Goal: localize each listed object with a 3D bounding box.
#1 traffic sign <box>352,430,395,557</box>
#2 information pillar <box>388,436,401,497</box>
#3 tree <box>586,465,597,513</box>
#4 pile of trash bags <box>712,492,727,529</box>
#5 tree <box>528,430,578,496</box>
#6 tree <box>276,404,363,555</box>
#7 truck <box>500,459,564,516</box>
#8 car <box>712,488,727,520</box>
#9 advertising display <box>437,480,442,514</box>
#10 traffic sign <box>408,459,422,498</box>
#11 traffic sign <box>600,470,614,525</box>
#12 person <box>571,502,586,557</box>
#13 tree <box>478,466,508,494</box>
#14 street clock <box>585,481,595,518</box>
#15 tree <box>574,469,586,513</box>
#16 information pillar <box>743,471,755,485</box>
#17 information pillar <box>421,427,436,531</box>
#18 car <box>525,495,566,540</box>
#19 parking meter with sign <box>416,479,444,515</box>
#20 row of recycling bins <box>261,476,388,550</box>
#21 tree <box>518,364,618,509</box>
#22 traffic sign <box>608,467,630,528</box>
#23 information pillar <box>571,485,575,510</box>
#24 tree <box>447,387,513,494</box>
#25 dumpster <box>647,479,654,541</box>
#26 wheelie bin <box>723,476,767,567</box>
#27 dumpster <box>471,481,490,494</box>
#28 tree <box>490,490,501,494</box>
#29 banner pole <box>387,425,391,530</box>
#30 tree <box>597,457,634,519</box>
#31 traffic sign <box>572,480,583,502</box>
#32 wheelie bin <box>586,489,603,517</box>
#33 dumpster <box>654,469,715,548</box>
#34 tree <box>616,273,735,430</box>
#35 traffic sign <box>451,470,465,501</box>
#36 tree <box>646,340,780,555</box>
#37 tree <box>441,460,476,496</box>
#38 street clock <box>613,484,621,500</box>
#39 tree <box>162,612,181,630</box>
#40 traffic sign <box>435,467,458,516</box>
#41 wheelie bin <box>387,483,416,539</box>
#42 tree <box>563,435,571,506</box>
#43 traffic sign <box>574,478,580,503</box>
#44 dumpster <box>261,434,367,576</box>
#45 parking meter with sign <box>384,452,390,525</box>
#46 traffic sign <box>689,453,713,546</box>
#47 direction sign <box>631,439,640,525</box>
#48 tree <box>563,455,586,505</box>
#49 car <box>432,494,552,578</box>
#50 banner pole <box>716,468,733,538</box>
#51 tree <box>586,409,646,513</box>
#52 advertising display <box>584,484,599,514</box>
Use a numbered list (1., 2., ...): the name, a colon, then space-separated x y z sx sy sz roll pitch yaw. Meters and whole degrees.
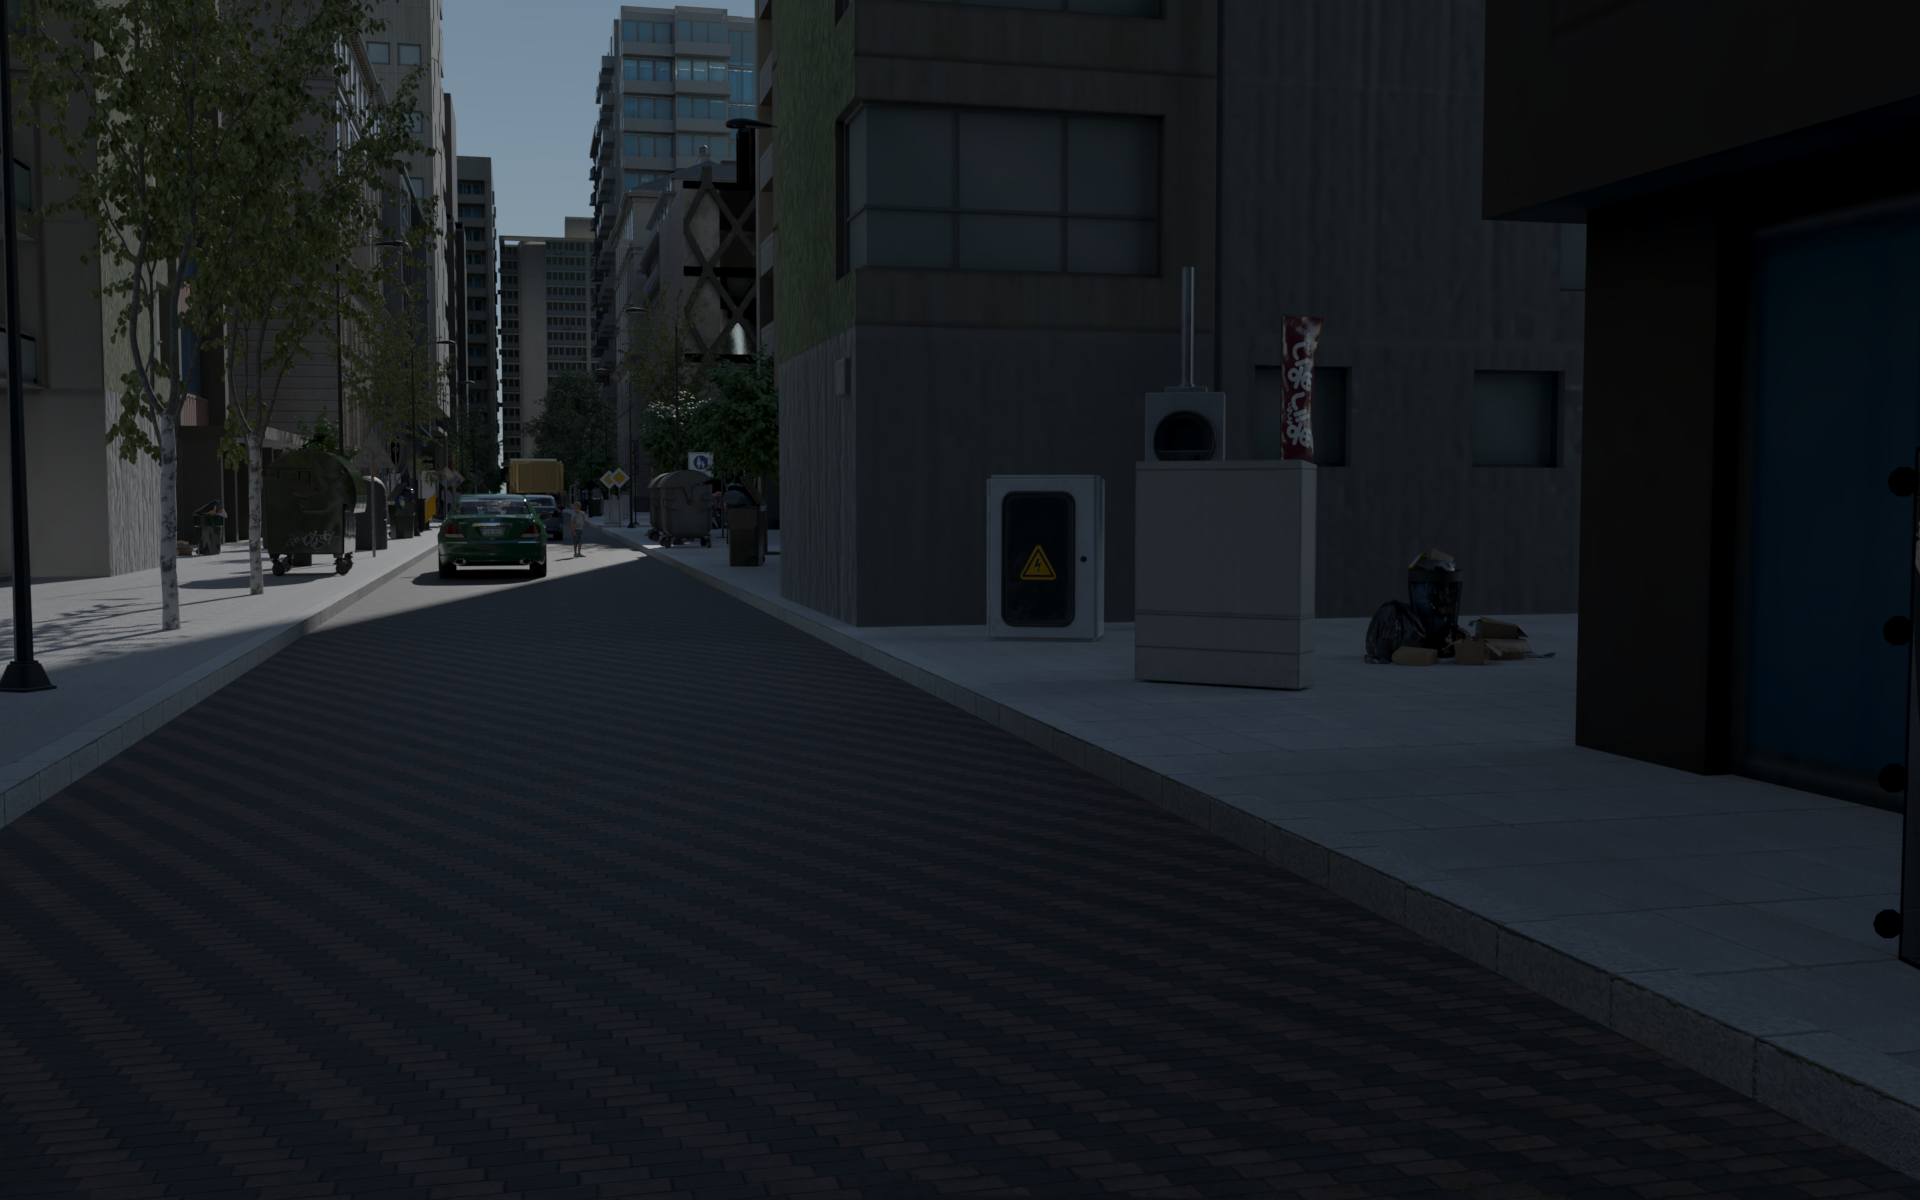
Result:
1. traffic sign: -11.908 -2.149 35.133 0.884 2.594 0.081 -1 4 -12
2. information pillar: -22.760 -4.794 69.732 0.504 3.616 0.183 0 4 -1
3. tree: -21.999 -6.933 107.952 1.663 3.219 1.824 0 3 0
4. pile of trash bags: -9.395 -3.327 64.143 1.912 1.369 3.447 1 4 12
5. tree: -47.409 -16.456 203.459 7.601 10.594 8.767 -1 4 -22
6. tree: -13.523 -2.602 37.141 1.663 3.219 1.824 0 3 0
7. truck: -23.120 -6.009 94.175 3.469 3.379 9.791 -1 4 -16
8. car: -8.429 -3.620 68.782 3.694 1.707 1.945 -1 4 -13
9. advertising display: -23.981 -4.560 79.772 0.123 1.923 0.974 -1 4 -22
10. traffic sign: -19.245 -3.765 61.662 0.768 2.556 0.104 -1 4 -9
11. traffic sign: -14.659 -4.207 72.420 0.795 2.450 0.064 -1 4 -14
12. person: -8.658 -1.600 39.346 0.332 1.250 0.352 0 4 -1
13. tree: -53.132 -13.072 197.440 4.285 4.588 4.351 0 3 0
14. street clock: -19.989 -5.448 93.640 0.471 2.002 0.358 -2 4 -34
15. tree: -25.046 -7.423 115.962 1.663 3.219 1.824 0 3 0
16. information pillar: -5.563 -2.527 45.801 0.304 2.012 0.304 -1 4 -9
17. information pillar: -18.655 -4.244 60.741 0.504 3.616 0.183 1 4 10
18. car: -13.524 -2.626 54.939 2.014 1.417 4.499 -1 4 -15
19. parking meter with sign: -28.082 -5.833 91.624 0.543 3.016 1.738 2 4 31
20. row of recycling bins: -14.865 -2.043 40.518 3.534 1.692 1.069 2 4 24
21. tree: -33.988 -14.408 152.573 9.611 12.733 9.660 0 3 0
22. traffic sign: -12.716 -3.733 64.674 0.795 2.450 0.064 -1 4 -14
23. information pillar: -32.022 -8.482 143.172 0.304 2.012 0.304 -1 4 -13
24. tree: -33.214 -10.340 119.428 4.360 8.622 3.978 0 3 0
25. dumpster: -7.889 -2.554 47.509 1.264 1.857 1.865 -1 4 -14
26. wheelie bin: -3.834 -1.404 30.860 0.693 1.594 0.980 0 4 5
27. dumpster: -35.485 -7.669 127.886 1.502 2.255 1.985 -1 4 -14
28. tree: -56.768 -13.340 212.703 1.663 3.219 1.824 0 3 0
29. banner pole: -20.343 -4.393 61.846 0.401 3.779 0.863 -1 4 -22
30. tree: -17.889 -5.898 91.033 1.663 3.219 1.824 0 3 0
31. traffic sign: -27.702 -7.685 125.656 0.884 2.594 0.081 0 4 -5
32. wheelie bin: -20.808 -5.538 98.449 0.980 1.594 0.693 -2 4 -31
33. dumpster: -6.568 -2.190 41.566 1.264 1.857 1.865 -1 4 -14
34. tree: -9.769 -6.640 58.925 4.737 8.622 4.395 0 3 0
35. traffic sign: -20.673 -4.116 70.938 0.795 2.450 0.064 -1 4 -14
36. tree: -4.210 -3.263 37.065 4.285 4.588 4.351 0 3 0
37. tree: -30.294 -6.691 104.001 1.663 3.219 1.824 0 3 0
38. street clock: -17.050 -4.999 86.299 0.358 2.002 0.471 -3 5 -42
39. tree: -7.365 -4.038 16.380 4.737 8.622 4.395 0 3 0
40. traffic sign: -18.730 -3.642 63.192 0.795 2.450 0.064 -1 4 -14
41. wheelie bin: -16.173 -2.585 50.170 0.693 1.594 0.980 -3 5 -40
42. tree: -39.824 -13.844 176.714 4.360 8.622 3.978 0 3 0
43. traffic sign: -28.452 -7.912 129.465 0.768 2.556 0.104 -1 4 -10
44. dumpster: -10.409 -1.551 27.861 1.502 2.255 1.985 -1 4 -14
45. parking meter with sign: -24.095 -4.715 73.354 0.543 3.016 1.738 -1 4 -13
46. traffic sign: -6.387 -2.483 42.733 0.606 2.300 0.079 0 4 -4
47. direction sign: -13.531 -4.903 72.165 0.379 3.537 0.876 -2 4 -28
48. tree: -25.047 -8.352 120.265 4.285 4.588 4.351 0 3 0
49. car: -8.410 -1.185 31.173 2.131 1.459 4.920 -1 4 -15
50. banner pole: -6.829 -3.706 50.615 0.401 3.779 0.863 1 4 22
51. tree: -8.362 -4.250 53.200 4.285 4.588 4.351 0 3 0
52. advertising display: -23.808 -6.529 111.961 0.974 1.923 0.123 1 4 12
